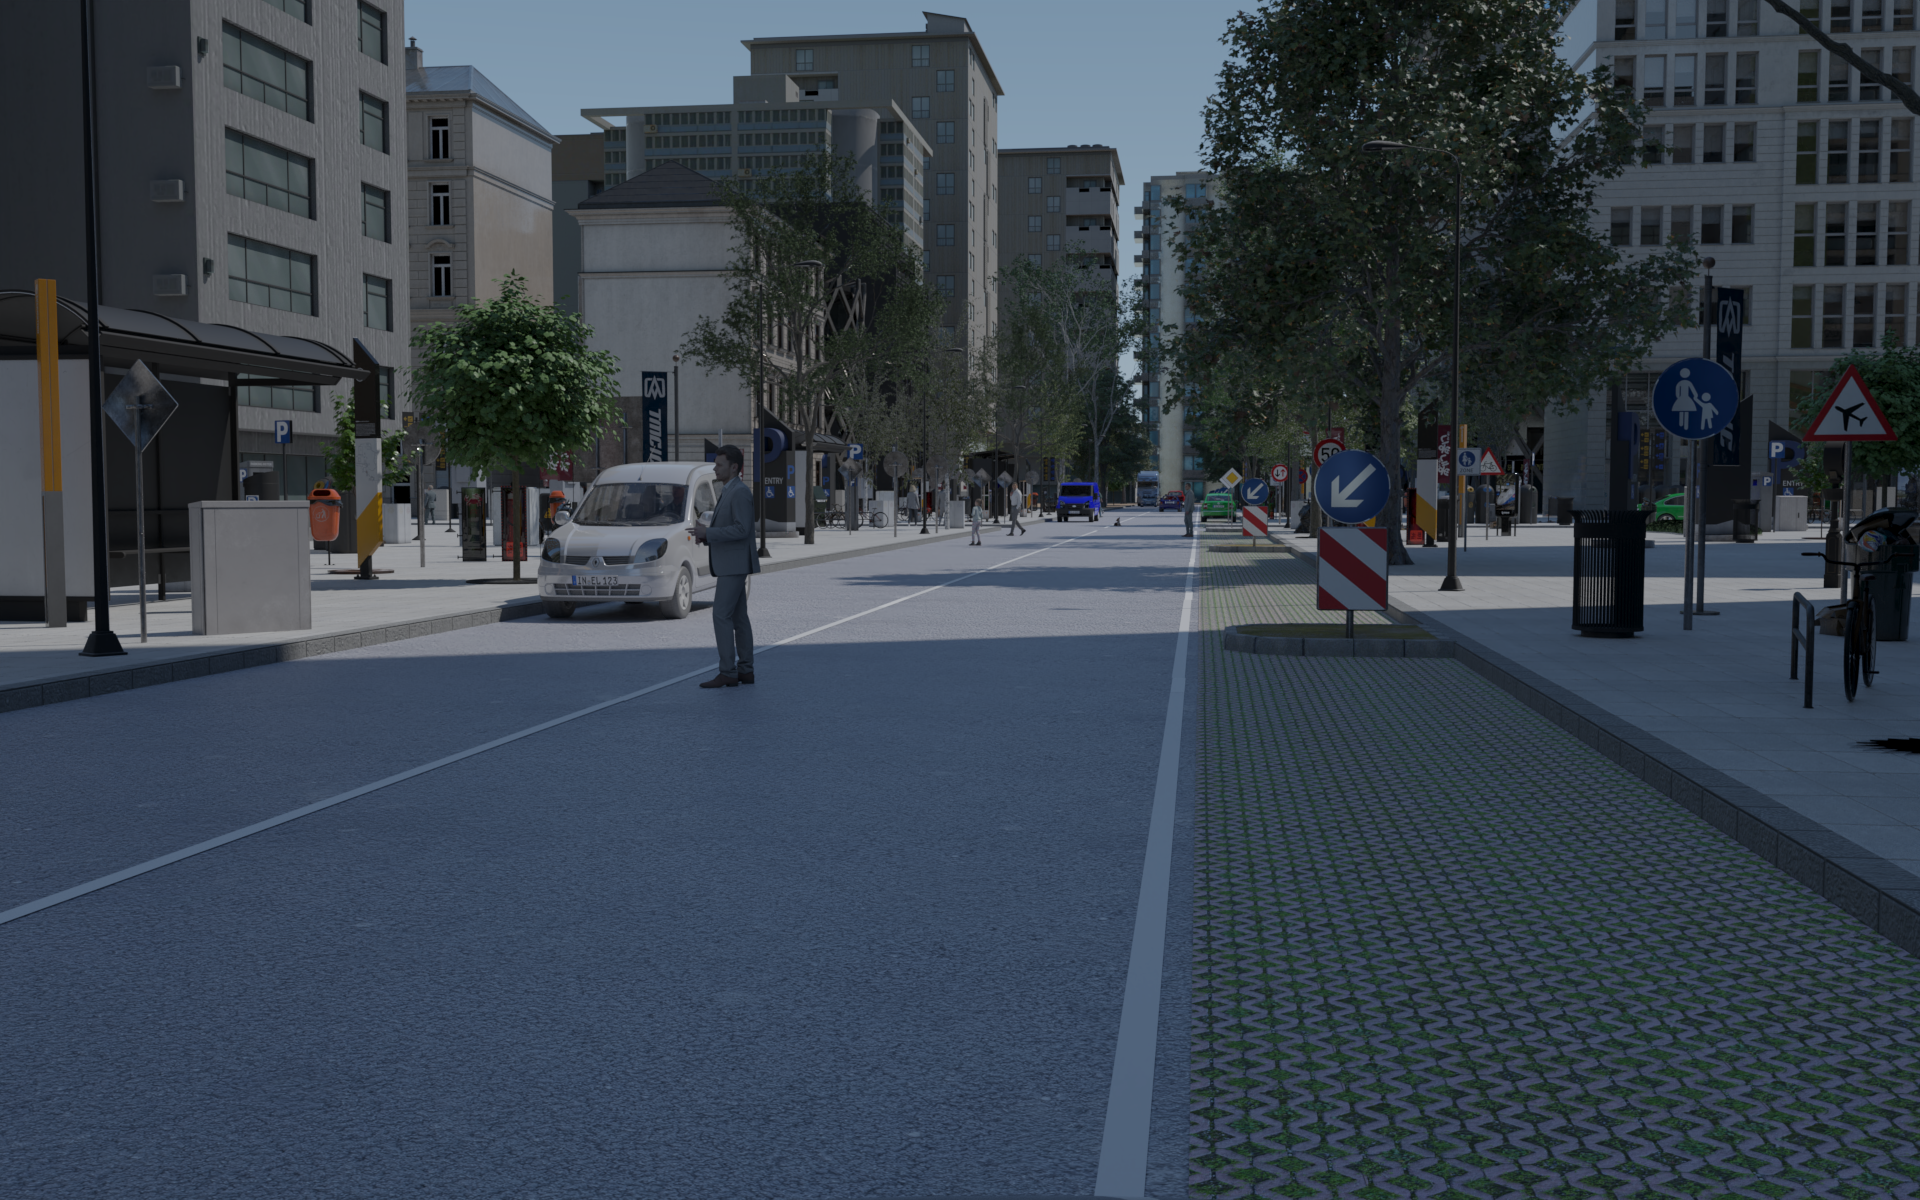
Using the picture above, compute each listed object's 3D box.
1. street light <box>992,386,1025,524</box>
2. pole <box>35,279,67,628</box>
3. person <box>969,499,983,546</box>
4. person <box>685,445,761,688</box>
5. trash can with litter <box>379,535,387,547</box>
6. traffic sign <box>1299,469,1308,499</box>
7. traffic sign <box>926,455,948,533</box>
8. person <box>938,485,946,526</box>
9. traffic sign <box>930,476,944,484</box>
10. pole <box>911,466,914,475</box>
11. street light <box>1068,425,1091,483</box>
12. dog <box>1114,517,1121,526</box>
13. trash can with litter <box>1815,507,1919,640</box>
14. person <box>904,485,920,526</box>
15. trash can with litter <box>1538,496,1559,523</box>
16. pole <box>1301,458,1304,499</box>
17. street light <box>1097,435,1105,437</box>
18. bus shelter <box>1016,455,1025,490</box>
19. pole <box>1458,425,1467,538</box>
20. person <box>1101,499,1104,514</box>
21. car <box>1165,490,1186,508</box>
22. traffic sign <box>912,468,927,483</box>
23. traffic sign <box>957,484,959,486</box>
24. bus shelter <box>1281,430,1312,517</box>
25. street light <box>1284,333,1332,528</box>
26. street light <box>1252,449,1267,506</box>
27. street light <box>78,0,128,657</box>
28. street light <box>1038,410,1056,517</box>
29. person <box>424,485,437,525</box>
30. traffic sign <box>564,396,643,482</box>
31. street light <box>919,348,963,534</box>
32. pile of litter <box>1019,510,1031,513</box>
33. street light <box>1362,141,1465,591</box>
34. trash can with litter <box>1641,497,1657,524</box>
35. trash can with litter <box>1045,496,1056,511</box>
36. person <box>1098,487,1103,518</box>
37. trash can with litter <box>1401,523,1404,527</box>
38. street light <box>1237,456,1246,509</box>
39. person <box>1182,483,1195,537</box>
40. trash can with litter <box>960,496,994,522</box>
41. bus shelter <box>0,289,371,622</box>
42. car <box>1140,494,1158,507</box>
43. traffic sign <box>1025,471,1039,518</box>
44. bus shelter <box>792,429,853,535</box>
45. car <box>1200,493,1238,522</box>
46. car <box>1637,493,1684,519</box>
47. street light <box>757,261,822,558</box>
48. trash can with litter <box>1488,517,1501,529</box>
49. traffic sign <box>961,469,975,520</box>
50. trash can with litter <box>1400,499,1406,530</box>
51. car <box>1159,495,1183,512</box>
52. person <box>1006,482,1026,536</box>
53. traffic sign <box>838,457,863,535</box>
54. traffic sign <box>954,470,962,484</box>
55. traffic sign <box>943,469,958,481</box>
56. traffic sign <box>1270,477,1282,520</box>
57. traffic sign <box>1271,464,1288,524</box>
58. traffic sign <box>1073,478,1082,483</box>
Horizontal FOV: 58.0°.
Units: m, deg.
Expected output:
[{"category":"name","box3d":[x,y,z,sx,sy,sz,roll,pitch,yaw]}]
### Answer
[{"category":"street light","box3d":[2.110,-6.238,74.533,1.470,5.913,1.316,0,4,8]},{"category":"pole","box3d":[-8.706,-1.391,16.581,0.158,3.312,0.155,0,3,0]},{"category":"person","box3d":[0.434,-2.158,48.055,0.394,1.301,0.425,2,4,28]},{"category":"person","box3d":[-1.796,-0.262,12.981,0.583,1.804,0.606,-1,4,-21]},{"category":"trash can with litter","box3d":[-14.370,-1.862,41.830,0.624,1.170,1.055,1,4,14]},{"category":"traffic sign","box3d":[17.228,-5.358,87.707,0.768,2.556,0.104,1,4,10]},{"category":"traffic sign","box3d":[-0.762,-3.449,56.502,0.768,2.556,0.104,1,4,17]},{"category":"person","box3d":[-0.640,-3.720,69.448,0.709,1.813,0.853,1,4,12]},{"category":"traffic sign","box3d":[-1.200,-5.482,89.736,0.768,2.556,0.104,1,4,16]},{"category":"pole","box3d":[-3.416,-8.017,124.926,0.158,3.312,0.155,0,3,0]},{"category":"street light","box3d":[7.804,-8.768,115.890,1.470,5.913,1.316,0,4,8]},{"category":"dog","box3d":[7.093,-3.488,77.216,0.550,0.427,0.748,2,4,27]},{"category":"trash can with litter","box3d":[8.015,-0.248,15.442,0.624,1.170,1.055,0,4,-8]},{"category":"person","box3d":[-2.045,-3.888,72.249,0.709,1.800,0.728,1,4,23]},{"category":"trash can with litter","box3d":[26.027,-4.040,77.111,2.233,1.210,1.678,-1,4,-8]},{"category":"pole","box3d":[18.474,-6.098,93.545,0.158,3.312,0.155,0,3,0]},{"category":"street light","box3d":[10.802,-10.074,137.245,1.470,5.913,1.316,0,4,8]},{"category":"bus shelter","box3d":[2.697,-6.868,103.576,1.731,3.624,6.357,0,4,8]},{"category":"pole","box3d":[14.757,-3.488,50.876,0.158,3.312,0.155,0,3,0]},{"category":"person","box3d":[10.134,-7.098,125.227,0.598,1.740,0.731,2,4,27]},{"category":"car","box3d":[22.614,-10.576,181.592,2.281,1.827,5.304,0,4,8]},{"category":"traffic sign","box3d":[-1.998,-5.185,84.874,0.768,2.556,0.104,1,4,13]},{"category":"traffic sign","box3d":[-0.245,-5.784,95.759,0.795,2.450,0.064,1,4,11]},{"category":"bus shelter","box3d":[19.258,-7.434,99.173,2.179,5.291,8.768,0,4,8]},{"category":"street light","box3d":[8.770,-4.352,43.691,1.470,5.913,1.316,0,4,8]},{"category":"street light","box3d":[11.756,-5.641,64.779,1.470,5.913,1.316,0,4,8]},{"category":"street light","box3d":[-6.292,-2.508,13.541,1.470,5.913,1.316,0,4,8]},{"category":"street light","box3d":[5.006,-7.503,95.211,1.470,5.913,1.316,0,4,8]},{"category":"person","box3d":[-22.160,-3.887,72.226,0.590,1.801,0.661,2,4,29]},{"category":"traffic sign","box3d":[-7.293,-2.589,36.199,2.265,3.308,0.079,1,4,17]},{"category":"street light","box3d":[-0.600,-5.064,55.345,1.470,5.913,1.316,0,4,8]},{"category":"pile of litter","box3d":[4.243,-6.297,116.925,1.176,0.858,1.719,-3,5,-43]},{"category":"street light","box3d":[5.989,-3.079,22.889,1.470,5.913,1.316,0,4,8]},{"category":"trash can with litter","box3d":[25.280,-3.151,62.898,1.055,1.170,0.624,2,4,23]},{"category":"trash can with litter","box3d":[6.441,-6.776,122.179,0.624,1.170,1.055,-2,4,-29]},{"category":"person","box3d":[8.157,-5.782,103.023,0.713,1.824,0.794,-2,4,-31]},{"category":"trash can with litter","box3d":[15.986,-3.246,64.462,1.055,1.170,0.624,1,4,21]},{"category":"street light","box3d":[14.424,-6.862,84.733,1.470,5.913,1.316,0,4,8]},{"category":"person","box3d":[7.656,-3.014,57.874,0.391,1.810,0.635,0,4,-5]},{"category":"trash can with litter","box3d":[0.664,-4.159,79.057,2.233,1.210,1.678,-1,4,-22]},{"category":"bus shelter","box3d":[-9.002,-1.587,19.878,2.014,3.302,5.546,0,4,8]},{"category":"car","box3d":[20.750,-10.902,190.242,2.014,1.417,4.499,0,4,8]},{"category":"traffic sign","box3d":[3.910,-5.767,94.393,0.768,2.556,0.104,1,4,9]},{"category":"bus shelter","box3d":[-4.988,-3.804,56.126,2.014,3.302,5.546,0,4,8]},{"category":"car","box3d":[13.270,-4.888,88.718,1.959,1.807,4.718,1,4,9]},{"category":"car","box3d":[28.530,-3.558,66.966,4.718,1.807,1.959,1,4,9]},{"category":"street light","box3d":[-3.439,-3.800,34.672,1.470,5.913,1.316,0,4,8]},{"category":"trash can with litter","box3d":[19.830,-3.207,63.816,0.624,1.170,1.055,-1,4,-16]},{"category":"traffic sign","box3d":[0.398,-5.329,87.228,0.768,2.556,0.104,1,4,14]},{"category":"trash can with litter","box3d":[15.149,-3.075,61.342,2.233,1.210,1.678,-3,5,-42]},{"category":"car","box3d":[16.853,-7.703,138.525,1.945,1.354,3.894,1,4,9]},{"category":"person","box3d":[1.906,-3.105,59.363,0.850,1.850,0.679,-2,4,-29]},{"category":"traffic sign","box3d":[-3.418,-3.224,53.894,0.795,2.450,0.064,1,4,11]},{"category":"traffic sign","box3d":[-0.219,-5.645,92.402,0.768,2.556,0.104,1,4,10]},{"category":"traffic sign","box3d":[-0.497,-5.453,89.269,0.768,2.556,0.104,1,4,12]},{"category":"traffic sign","box3d":[15.691,-5.127,85.948,0.606,2.300,0.079,1,4,16]},{"category":"traffic sign","box3d":[13.530,-4.471,73.214,0.768,2.556,0.104,1,4,15]},{"category":"traffic sign","box3d":[9.407,-8.487,138.875,0.768,2.556,0.104,1,4,10]}]
